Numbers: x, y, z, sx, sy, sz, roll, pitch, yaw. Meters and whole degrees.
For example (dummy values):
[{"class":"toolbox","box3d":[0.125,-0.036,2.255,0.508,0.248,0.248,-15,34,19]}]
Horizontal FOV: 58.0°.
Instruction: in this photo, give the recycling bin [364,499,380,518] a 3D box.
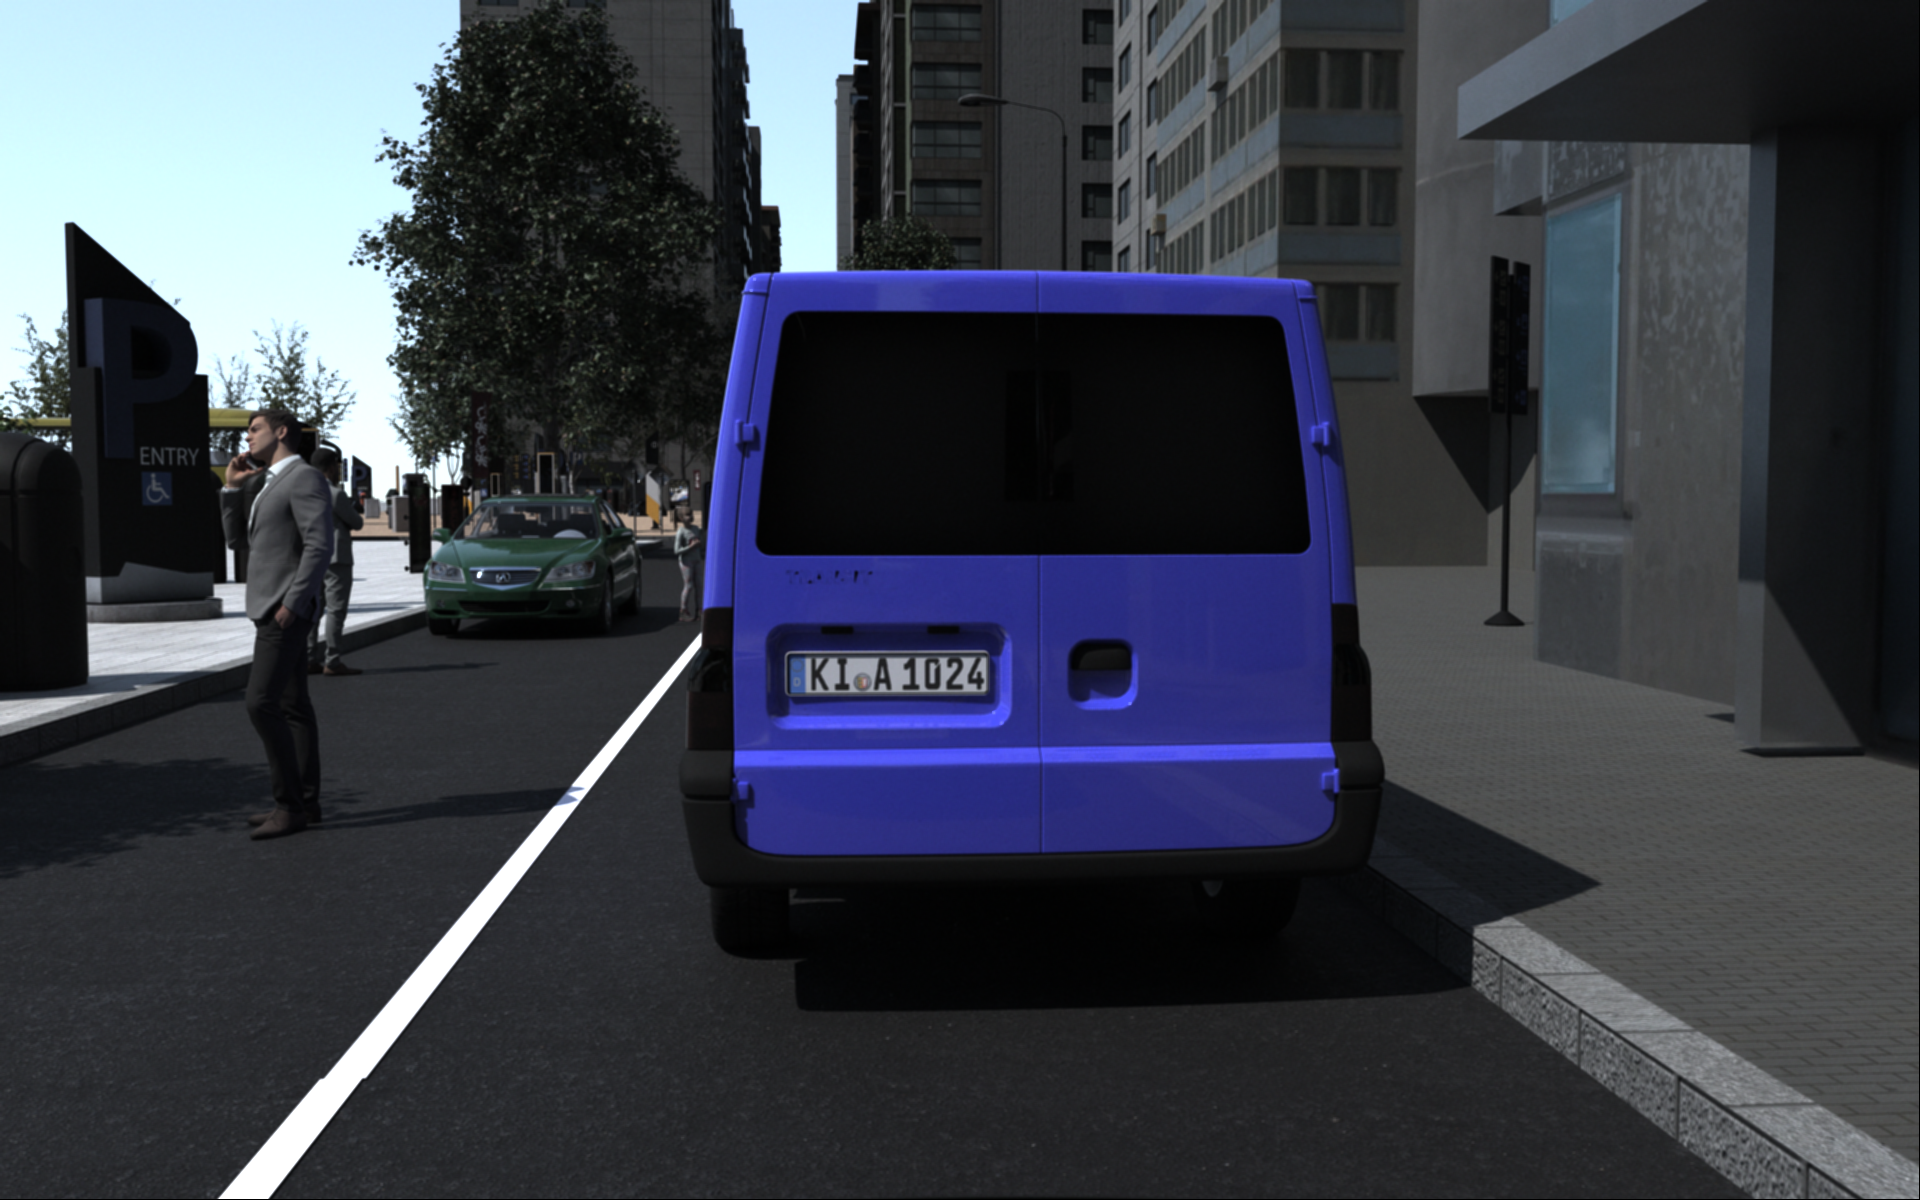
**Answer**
[{"class":"recycling bin","box3d":[-31.144,-4.842,91.717,0.722,1.027,0.722,-1,4,-22]}]

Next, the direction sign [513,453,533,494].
[{"class":"direction sign","box3d":[-24.358,-6.366,96.086,0.876,3.537,0.379,0,4,-1]}]

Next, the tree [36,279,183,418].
[{"class":"tree","box3d":[-28.427,-6.656,59.181,4.737,8.622,4.395,0,3,0]}]

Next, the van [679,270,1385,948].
[{"class":"van","box3d":[-0.027,-0.172,7.193,2.240,2.365,5.245,0,4,-5]}]

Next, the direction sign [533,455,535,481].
[{"class":"direction sign","box3d":[-25.071,-6.692,101.412,0.876,3.537,0.379,2,4,25]}]

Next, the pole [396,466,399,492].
[{"class":"pole","box3d":[-40.130,-7.937,123.607,0.158,3.312,0.155,0,3,0]}]

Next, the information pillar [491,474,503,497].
[{"class":"information pillar","box3d":[-16.602,-3.524,62.115,0.304,2.012,0.304,1,4,9]}]

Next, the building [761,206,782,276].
[{"class":"building","box3d":[-37.329,-36.700,254.662,22.147,44.769,28.867,0,4,-5]}]

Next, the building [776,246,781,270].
[{"class":"building","box3d":[-35.720,-36.258,276.408,14.154,41.232,14.086,0,4,-5]}]

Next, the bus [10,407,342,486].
[{"class":"bus","box3d":[-24.310,-3.544,49.498,12.252,3.916,2.896,0,4,-4]}]

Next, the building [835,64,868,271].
[{"class":"building","box3d":[-6.962,-43.018,245.338,21.231,58.520,28.212,0,4,-5]}]

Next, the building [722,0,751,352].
[{"class":"building","box3d":[-31.171,-33.258,163.378,23.786,49.044,30.456,0,4,-5]}]

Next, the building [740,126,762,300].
[{"class":"building","box3d":[-28.565,-30.761,186.530,14.154,41.232,14.086,0,4,-5]}]

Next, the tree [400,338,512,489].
[{"class":"tree","box3d":[-22.022,-7.623,74.995,4.360,8.622,3.978,0,3,0]}]

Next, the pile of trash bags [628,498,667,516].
[{"class":"pile of trash bags","box3d":[-17.471,-5.545,100.412,3.447,1.369,1.912,-1,4,-19]}]

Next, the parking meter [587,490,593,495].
[{"class":"parking meter","box3d":[-24.943,-6.624,116.717,0.372,1.533,0.369,0,3,0]}]

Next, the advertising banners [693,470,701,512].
[{"class":"advertising banners","box3d":[-18.286,-7.902,125.381,2.074,3.025,0.090,0,4,1]}]

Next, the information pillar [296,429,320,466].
[{"class":"information pillar","box3d":[-7.394,-0.925,19.612,0.304,2.012,0.304,-1,4,-20]}]

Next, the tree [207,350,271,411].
[{"class":"tree","box3d":[-37.197,-8.415,87.941,4.360,8.622,3.978,0,3,0]}]

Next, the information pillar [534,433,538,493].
[{"class":"information pillar","box3d":[-16.107,-4.561,65.923,0.183,3.616,0.504,0,4,-7]}]

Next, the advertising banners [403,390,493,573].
[{"class":"advertising banners","box3d":[-8.463,-1.994,28.794,0.090,3.025,2.074,2,4,27]}]

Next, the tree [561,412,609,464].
[{"class":"tree","box3d":[-21.928,-10.894,112.529,8.767,10.594,7.601,0,4,-2]}]

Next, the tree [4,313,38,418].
[{"class":"tree","box3d":[-36.161,-7.469,72.473,4.737,8.622,4.395,0,3,0]}]

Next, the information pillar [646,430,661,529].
[{"class":"information pillar","box3d":[-11.147,-4.375,62.882,0.504,3.616,0.183,0,4,2]}]

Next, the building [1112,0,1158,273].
[{"class":"building","box3d":[3.283,-41.202,111.904,20.563,71.187,20.611,0,4,-5]}]

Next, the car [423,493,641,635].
[{"class":"car","box3d":[-4.629,-0.455,19.229,2.131,1.459,4.920,0,4,-4]}]

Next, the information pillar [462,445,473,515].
[{"class":"information pillar","box3d":[-23.304,-5.543,81.980,0.504,3.616,0.183,1,4,17]}]

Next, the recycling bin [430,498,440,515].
[{"class":"recycling bin","box3d":[-31.896,-5.666,105.188,0.722,1.027,0.722,0,4,6]}]

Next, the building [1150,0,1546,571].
[{"class":"building","box3d":[17.373,-21.030,35.728,32.217,40.220,23.993,0,4,-5]}]

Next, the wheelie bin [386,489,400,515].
[{"class":"wheelie bin","box3d":[-34.644,-5.991,105.853,0.980,1.594,0.693,2,4,31]}]

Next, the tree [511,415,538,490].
[{"class":"tree","box3d":[-27.622,-9.436,104.641,4.360,8.622,3.978,0,3,0]}]

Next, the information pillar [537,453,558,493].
[{"class":"information pillar","box3d":[-7.358,-1.619,30.969,0.304,2.012,0.304,0,4,0]}]

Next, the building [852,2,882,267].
[{"class":"building","box3d":[1.582,-30.661,155.926,22.147,44.769,28.867,0,4,-5]}]

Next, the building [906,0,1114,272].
[{"class":"building","box3d":[4.303,-19.065,83.418,14.160,30.474,14.107,0,4,-5]}]

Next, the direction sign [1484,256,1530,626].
[{"class":"direction sign","box3d":[5.335,-1.522,16.875,0.379,3.537,0.876,3,5,40]}]

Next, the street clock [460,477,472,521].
[{"class":"street clock","box3d":[-20.386,-4.097,71.549,0.471,2.002,0.358,-2,4,-27]}]

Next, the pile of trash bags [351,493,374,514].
[{"class":"pile of trash bags","box3d":[-39.168,-6.356,113.669,1.912,1.369,3.447,-1,4,-20]}]

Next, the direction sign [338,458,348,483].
[{"class":"direction sign","box3d":[-39.097,-7.199,109.705,0.876,3.537,0.379,2,4,26]}]

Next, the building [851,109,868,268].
[{"class":"building","box3d":[-5.405,-33.520,198.158,14.600,45.320,14.200,0,4,-5]}]

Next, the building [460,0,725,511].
[{"class":"building","box3d":[-27.126,-42.756,137.312,20.563,71.187,20.611,0,4,-5]}]
